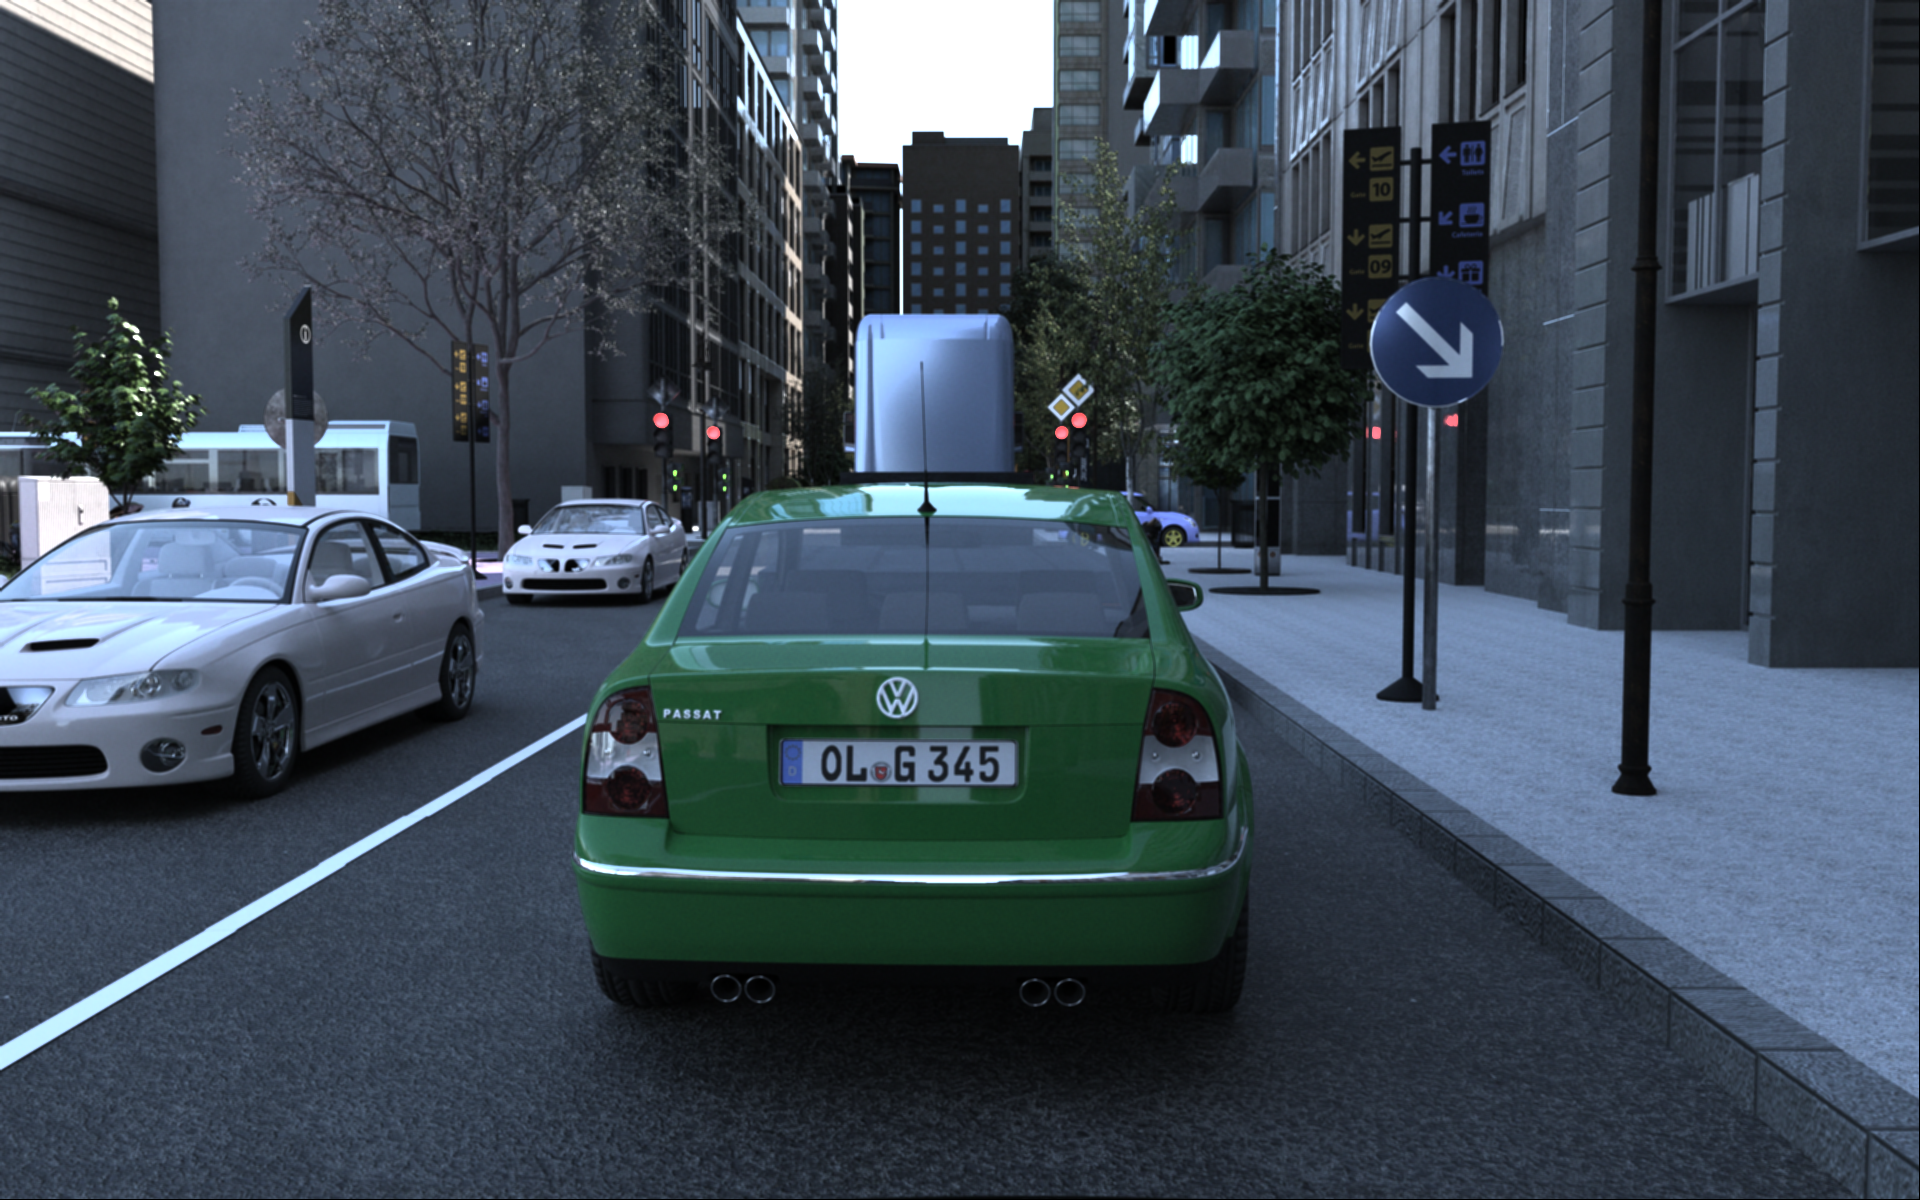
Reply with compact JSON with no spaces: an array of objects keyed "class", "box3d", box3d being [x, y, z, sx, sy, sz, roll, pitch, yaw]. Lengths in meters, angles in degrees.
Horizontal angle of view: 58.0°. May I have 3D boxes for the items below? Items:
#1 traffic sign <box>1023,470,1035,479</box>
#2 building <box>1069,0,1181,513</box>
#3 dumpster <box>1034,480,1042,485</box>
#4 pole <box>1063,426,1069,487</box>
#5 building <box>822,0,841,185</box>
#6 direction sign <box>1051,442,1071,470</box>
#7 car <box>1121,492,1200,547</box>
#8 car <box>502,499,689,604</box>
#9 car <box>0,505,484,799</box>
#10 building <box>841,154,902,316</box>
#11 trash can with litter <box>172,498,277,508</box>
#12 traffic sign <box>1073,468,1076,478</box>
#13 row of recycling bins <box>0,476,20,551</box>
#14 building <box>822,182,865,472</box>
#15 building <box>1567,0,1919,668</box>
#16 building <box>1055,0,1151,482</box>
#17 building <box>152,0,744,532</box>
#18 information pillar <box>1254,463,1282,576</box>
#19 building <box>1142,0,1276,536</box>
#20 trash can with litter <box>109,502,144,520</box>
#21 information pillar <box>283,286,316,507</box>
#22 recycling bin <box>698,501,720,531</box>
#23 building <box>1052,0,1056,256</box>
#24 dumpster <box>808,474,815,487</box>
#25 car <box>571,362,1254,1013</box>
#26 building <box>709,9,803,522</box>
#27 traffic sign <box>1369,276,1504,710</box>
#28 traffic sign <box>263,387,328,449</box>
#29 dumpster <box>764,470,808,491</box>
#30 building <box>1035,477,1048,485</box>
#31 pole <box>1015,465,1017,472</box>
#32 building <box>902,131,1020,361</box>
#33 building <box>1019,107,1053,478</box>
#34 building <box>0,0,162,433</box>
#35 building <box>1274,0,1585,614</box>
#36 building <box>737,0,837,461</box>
[{"class":"traffic sign","box3d":[3.564,-5.581,91.353,0.768,2.556,0.104,0,4,3]},{"class":"building","box3d":[18.209,-48.123,99.486,22.319,86.520,31.000,0,4,0]},{"class":"dumpster","box3d":[3.673,-5.572,93.598,1.502,2.255,1.985,0,4,1]},{"class":"pole","box3d":[3.191,-3.567,52.172,0.158,3.312,0.155,0,3,0]},{"class":"building","box3d":[-24.737,-53.286,183.891,31.000,86.520,22.319,0,4,0]},{"class":"direction sign","box3d":[4.329,-5.034,74.305,0.876,3.537,0.379,0,4,-8]},{"class":"car","box3d":[4.415,-2.183,45.286,3.694,1.707,1.945,0,4,2]},{"class":"car","box3d":[-4.970,-0.720,24.131,2.083,1.381,4.827,0,4,1]},{"class":"car","box3d":[-4.119,0.164,9.677,2.083,1.381,4.827,0,4,2]},{"class":"building","box3d":[-21.812,-34.677,221.589,28.867,44.769,22.147,0,4,0]},{"class":"trash can with litter","box3d":[-11.247,-0.981,27.100,1.678,1.210,2.233,1,4,20]},{"class":"traffic sign","box3d":[3.721,-3.584,59.782,0.795,2.450,0.064,0,4,7]},{"class":"row of recycling bins","box3d":[-21.979,-2.008,39.936,1.069,1.692,3.534,-1,4,-15]},{"class":"building","box3d":[-16.320,-23.826,161.255,14.160,30.474,14.107,0,4,0]},{"class":"building","box3d":[11.260,-13.699,1.479,11.434,29.767,29.804,0,4,0]},{"class":"building","box3d":[14.394,-27.670,135.994,14.154,41.232,14.086,0,4,0]},{"class":"building","box3d":[-16.441,-16.446,62.406,14.314,27.812,24.014,0,4,0]},{"class":"information pillar","box3d":[4.830,-1.386,27.161,0.304,2.012,0.304,-2,4,-24]},{"class":"building","box3d":[21.766,-26.968,60.529,30.456,49.044,23.786,0,4,0]},{"class":"trash can with litter","box3d":[-12.066,-0.805,24.544,1.055,1.170,0.624,2,4,24]},{"class":"information pillar","box3d":[-7.363,-1.713,19.357,0.183,3.616,0.504,0,4,8]},{"class":"recycling bin","box3d":[-8.866,-2.971,61.136,0.722,1.027,0.722,0,4,-6]},{"class":"building","box3d":[18.854,-37.601,156.781,21.231,58.520,28.212,0,4,0]},{"class":"dumpster","box3d":[-7.067,-4.464,75.482,1.502,2.255,1.985,0,4,1]},{"class":"car","box3d":[-0.052,0.160,6.185,1.959,1.807,4.718,0,4,2]},{"class":"building","box3d":[-19.648,-17.576,91.885,19.350,26.468,34.151,0,4,0]},{"class":"traffic sign","box3d":[2.795,-0.620,10.242,0.768,2.556,0.104,0,4,7]},{"class":"traffic sign","box3d":[-7.789,-1.236,20.322,0.768,2.556,0.104,0,4,1]},{"class":"dumpster","box3d":[-7.105,-4.132,70.045,1.502,2.255,1.985,0,4,0]},{"class":"building","box3d":[24.221,-30.059,183.348,32.217,40.220,23.993,0,4,0]},{"class":"pole","box3d":[3.495,-7.027,108.742,0.158,3.312,0.155,0,3,0]},{"class":"building","box3d":[0.150,-34.652,216.676,14.200,45.320,14.600,0,4,0]},{"class":"building","box3d":[18.117,-36.485,220.223,21.600,48.544,21.300,0,4,0]},{"class":"building","box3d":[-40.091,-16.483,56.883,23.554,28.519,14.401,0,4,0]},{"class":"building","box3d":[12.581,-12.747,26.441,12.078,24.808,19.932,0,4,0]},{"class":"building","box3d":[-21.646,-31.717,138.184,23.786,49.044,30.456,0,4,0]}]
